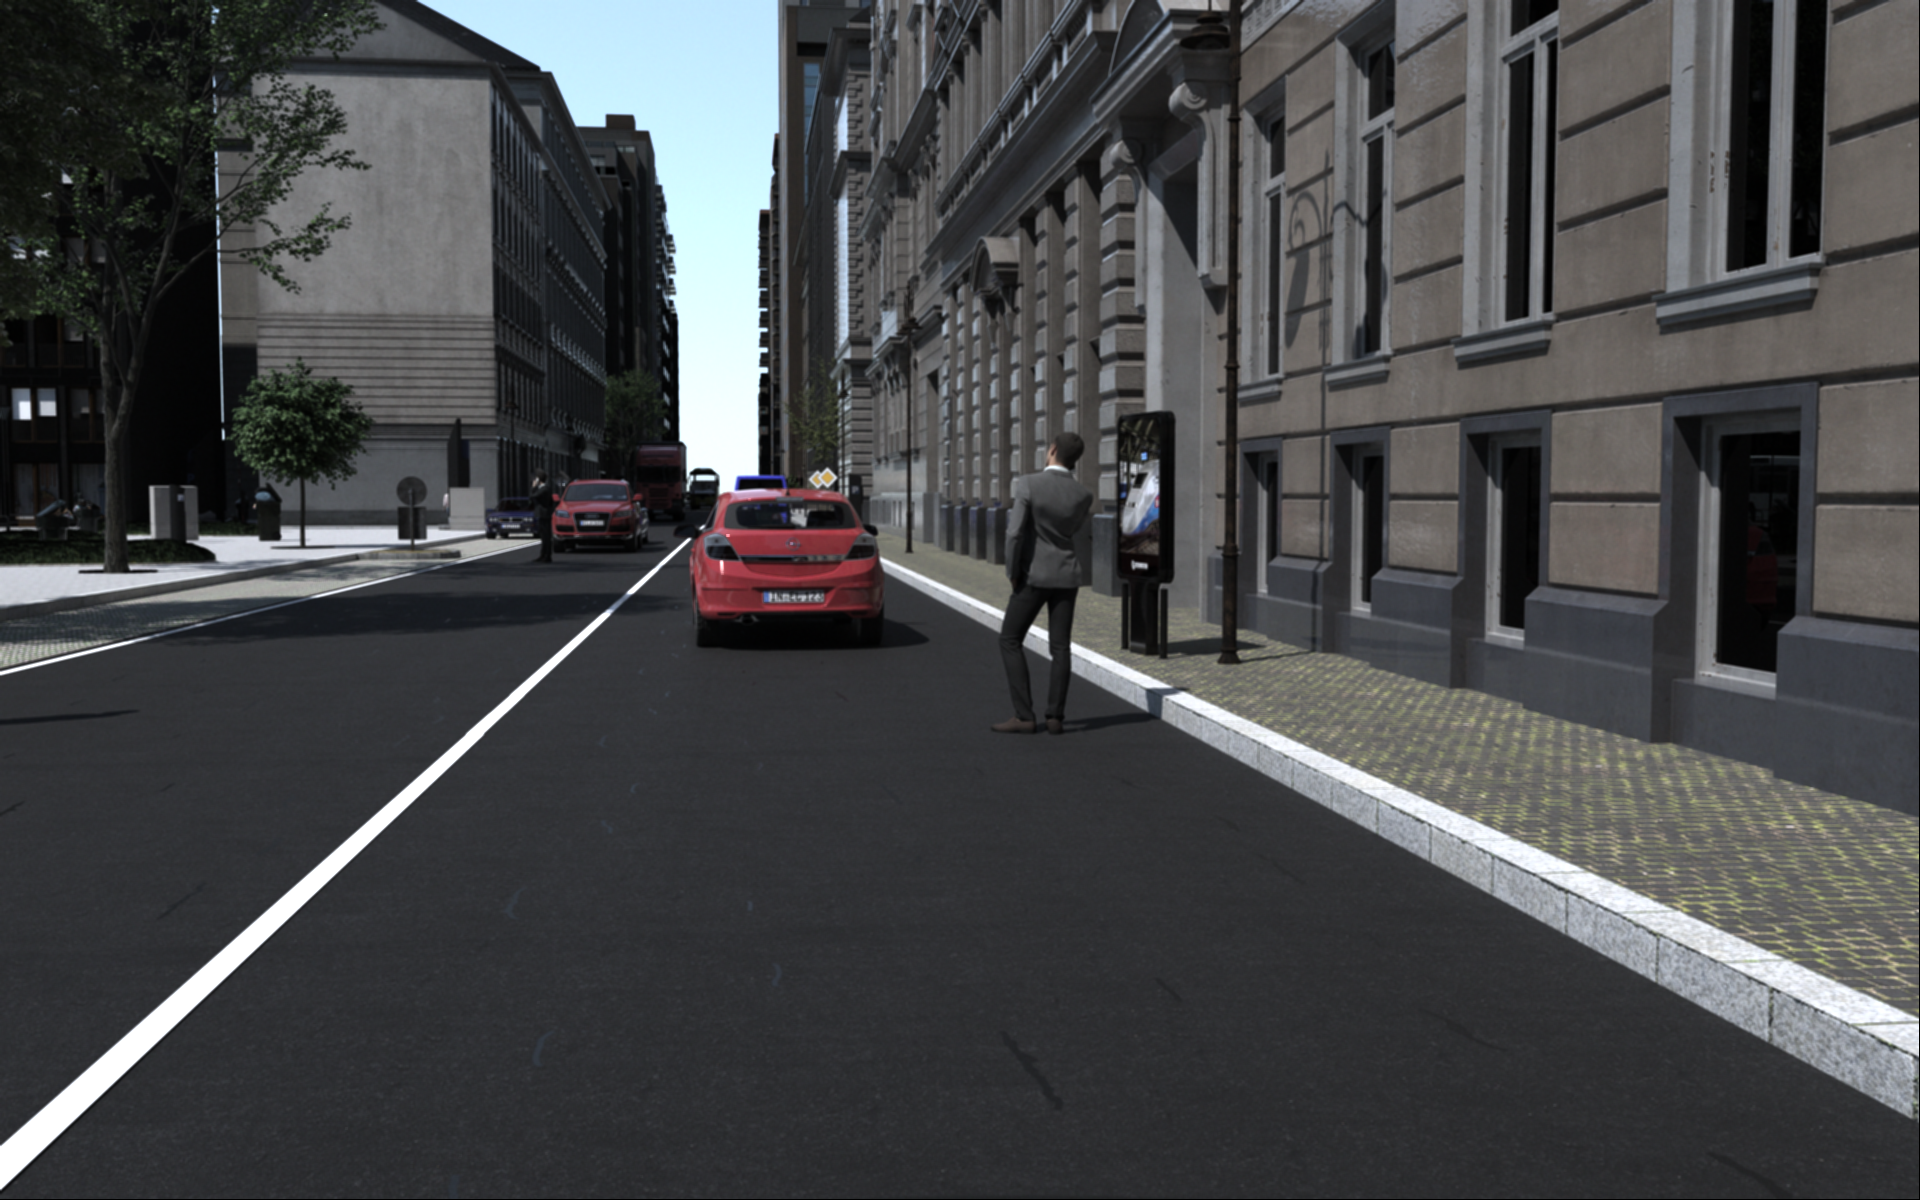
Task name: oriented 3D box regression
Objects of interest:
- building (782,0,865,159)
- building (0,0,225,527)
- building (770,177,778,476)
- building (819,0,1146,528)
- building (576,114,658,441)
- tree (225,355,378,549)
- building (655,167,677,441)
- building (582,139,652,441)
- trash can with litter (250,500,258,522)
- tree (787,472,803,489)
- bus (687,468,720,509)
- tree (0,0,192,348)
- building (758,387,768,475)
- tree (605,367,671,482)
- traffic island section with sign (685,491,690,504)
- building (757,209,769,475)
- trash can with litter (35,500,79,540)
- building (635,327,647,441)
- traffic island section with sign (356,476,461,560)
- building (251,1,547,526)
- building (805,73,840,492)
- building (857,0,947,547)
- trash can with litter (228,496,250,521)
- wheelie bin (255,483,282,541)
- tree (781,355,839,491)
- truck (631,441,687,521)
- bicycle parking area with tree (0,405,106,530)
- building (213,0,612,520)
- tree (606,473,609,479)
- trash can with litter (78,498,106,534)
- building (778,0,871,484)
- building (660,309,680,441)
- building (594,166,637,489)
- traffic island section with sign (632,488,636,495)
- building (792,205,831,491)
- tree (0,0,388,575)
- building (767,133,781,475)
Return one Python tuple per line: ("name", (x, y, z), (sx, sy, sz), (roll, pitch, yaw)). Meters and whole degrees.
("building", (-9.003, -31.074, 158.173), (14.600, 45.320, 14.200), (0, 4, -7))
("building", (-41.034, -14.834, 72.217), (15.834, 23.373, 12.332), (0, 4, -7))
("building", (-19.053, -36.015, 238.948), (14.600, 45.320, 14.200), (0, 4, -7))
("building", (4.013, -15.183, 77.122), (19.941, 23.489, 11.050), (0, 4, -7))
("building", (-43.759, -34.122, 208.013), (14.600, 45.320, 14.200), (0, 4, -7))
("tree", (-15.571, -3.501, 40.960), (4.285, 4.588, 4.351), (0, 3, 0))
("building", (-52.184, -38.023, 241.285), (23.786, 49.044, 30.456), (0, 4, -7))
("building", (-42.116, -31.214, 193.936), (14.154, 41.232, 14.086), (0, 4, -7))
("trash can with litter", (-23.802, -2.923, 59.172), (0.624, 1.170, 1.055), (-1, 4, -21))
("tree", (-14.677, -9.512, 150.124), (1.663, 3.219, 1.824), (0, 3, 0))
("bus", (-24.337, -10.611, 165.034), (2.896, 3.916, 12.252), (0, 4, -6))
("tree", (-11.074, -6.016, 16.486), (7.486, 12.596, 7.792), (0, 3, 0))
("building", (-19.992, -27.357, 292.327), (27.650, 21.520, 28.899), (0, 4, -7))
("tree", (-27.217, -13.174, 141.150), (9.928, 11.665, 9.643), (0, 3, 0))
("traffic island section with sign", (-42.838, -16.514, 278.627), (1.989, 1.847, 2.006), (0, 4, -7))
("building", (-19.271, -37.126, 261.637), (22.147, 44.769, 28.867), (0, 4, -7))
("trash can with litter", (-18.182, -1.400, 34.275), (0.624, 1.170, 1.055), (3, 5, 40))
("building", (-45.919, -20.014, 172.273), (27.650, 21.520, 28.899), (0, 4, -7))
("traffic island section with sign", (-12.183, -1.822, 38.419), (1.989, 1.847, 2.006), (0, 4, -7))
("building", (-24.521, -13.999, 78.040), (9.793, 20.994, 18.267), (0, 4, -7))
("building", (-1.842, -19.109, 105.941), (14.314, 27.812, 24.014), (0, 4, -7))
("building", (4.254, -16.220, 52.595), (14.401, 28.519, 23.554), (0, 4, -7))
("trash can with litter", (-33.559, -4.237, 80.670), (0.624, 1.170, 1.055), (1, 4, 21))
("wheelie bin", (-18.975, -2.423, 47.518), (0.693, 1.594, 0.980), (-2, 4, -25))
("tree", (-6.776, -8.483, 89.053), (4.737, 8.622, 4.395), (0, 3, 0))
("truck", (-16.249, -6.450, 94.373), (2.839, 4.237, 11.283), (0, 4, -8))
("bicycle parking area with tree", (-33.460, -4.253, 56.545), (8.231, 4.147, 9.016), (1, 4, 19))
("building", (-31.745, -20.295, 108.242), (17.030, 29.872, 44.131), (0, 4, -7))
("tree", (-27.351, -8.478, 133.211), (1.663, 3.219, 1.824), (0, 3, 0))
("trash can with litter", (-24.409, -2.296, 48.934), (0.624, 1.170, 1.055), (2, 4, 32))
("building", (-8.152, -38.974, 179.216), (21.231, 58.520, 28.212), (0, 4, -7))
("building", (-50.282, -30.169, 264.956), (14.160, 30.474, 14.107), (0, 4, -7))
("building", (-35.858, -23.231, 151.527), (14.160, 30.474, 14.107), (0, 4, -7))
("traffic island section with sign", (-22.636, -6.830, 120.303), (1.989, 1.847, 2.006), (0, 4, -7))
("building", (-4.276, -18.330, 132.984), (16.112, 22.955, 30.059), (0, 4, -7))
("tree", (-13.592, -6.250, 27.946), (9.928, 11.665, 9.643), (0, 3, 0))
("building", (-11.467, -33.895, 208.809), (22.147, 44.769, 28.867), (0, 4, -7))
